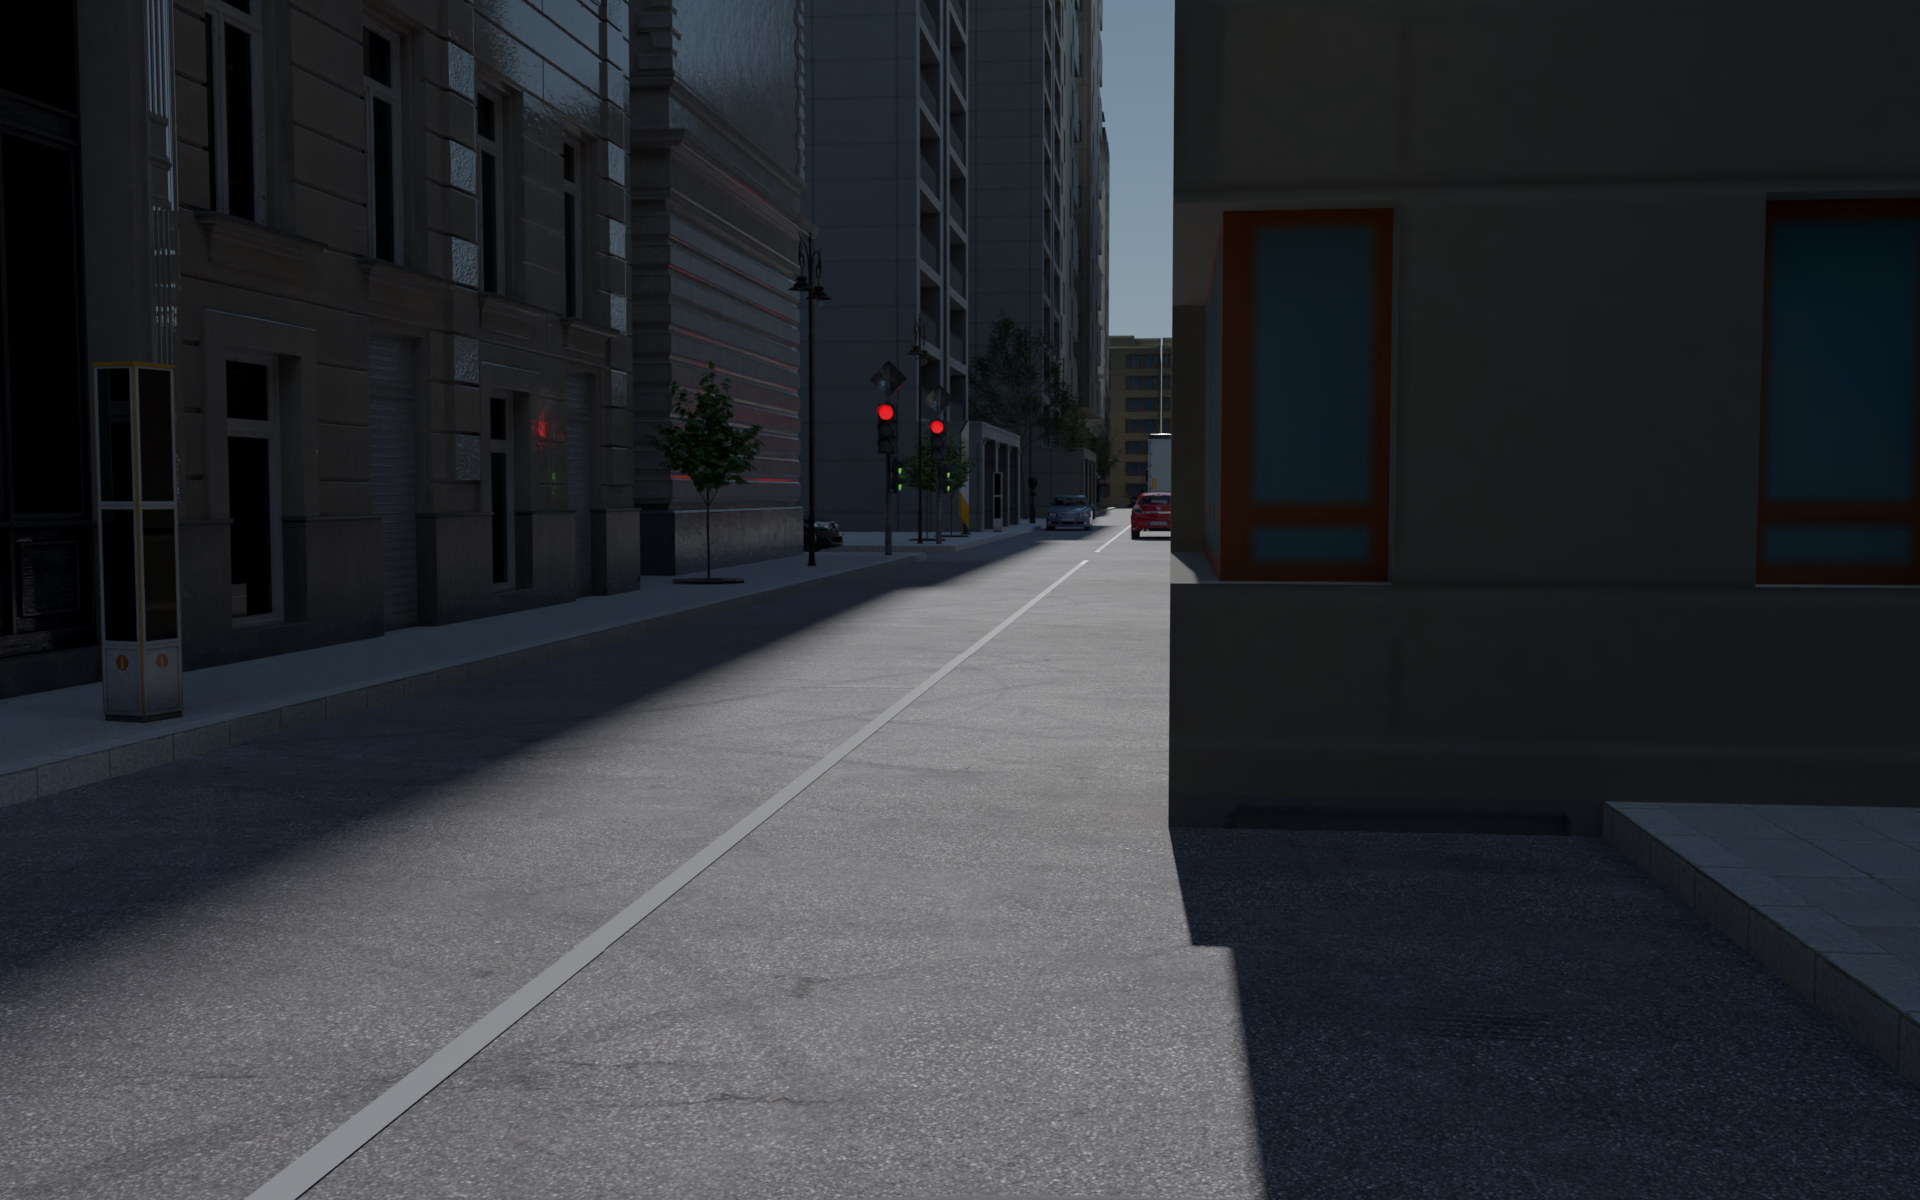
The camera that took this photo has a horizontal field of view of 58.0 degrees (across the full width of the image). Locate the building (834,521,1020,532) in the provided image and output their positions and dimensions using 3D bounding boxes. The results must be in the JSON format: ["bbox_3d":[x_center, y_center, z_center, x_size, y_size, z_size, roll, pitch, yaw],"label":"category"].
[{"bbox_3d":[-8.147,-38.495,67.638,20.563,71.187,20.611,0,4,7],"label":"building"}]

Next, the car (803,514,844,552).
[{"bbox_3d":[-4.898,-1.938,41.473,4.222,1.686,2.009,0,4,7],"label":"car"}]

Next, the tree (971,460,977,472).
[{"bbox_3d":[-0.391,-3.492,51.689,1.663,3.219,1.824,0,3,0],"label":"tree"}]

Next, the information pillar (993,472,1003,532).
[{"bbox_3d":[1.277,-3.295,58.367,0.304,2.012,0.304,0,4,6],"label":"information pillar"}]

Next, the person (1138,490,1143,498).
[{"bbox_3d":[18.691,-10.366,177.612,0.705,1.869,1.348,-3,5,-45],"label":"person"}]

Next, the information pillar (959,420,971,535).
[{"bbox_3d":[0.134,-3.876,54.724,0.183,3.616,0.504,2,4,31],"label":"information pillar"}]

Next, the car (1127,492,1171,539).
[{"bbox_3d":[6.548,-2.925,56.861,2.155,1.783,4.494,0,4,7],"label":"car"}]

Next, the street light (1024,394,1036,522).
[{"bbox_3d":[3.224,-6.490,78.897,0.468,5.910,1.993,0,4,7],"label":"street light"}]

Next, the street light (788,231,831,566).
[{"bbox_3d":[-2.645,-3.544,30.740,0.468,5.910,1.993,0,4,7],"label":"street light"}]

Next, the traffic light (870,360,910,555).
[{"bbox_3d":[-1.491,-2.902,36.362,0.839,4.253,0.868,0,4,7],"label":"traffic light"}]

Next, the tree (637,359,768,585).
[{"bbox_3d":[-3.507,-1.853,24.894,1.663,3.219,1.824,0,3,0],"label":"tree"}]

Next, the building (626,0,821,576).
[{"bbox_3d":[-13.058,-12.442,32.297,19.941,23.489,11.050,0,4,7],"label":"building"}]

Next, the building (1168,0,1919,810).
[{"bbox_3d":[16.363,-10.667,19.443,27.650,21.520,28.899,0,4,7],"label":"building"}]

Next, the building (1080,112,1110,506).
[{"bbox_3d":[9.142,-30.856,188.090,14.086,41.232,14.154,0,4,7],"label":"building"}]

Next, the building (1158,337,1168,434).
[{"bbox_3d":[39.410,-22.515,213.160,28.899,21.520,27.650,0,4,7],"label":"building"}]

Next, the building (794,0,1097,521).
[{"bbox_3d":[-2.363,-40.502,100.465,20.563,71.187,20.611,0,4,7],"label":"building"}]

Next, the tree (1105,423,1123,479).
[{"bbox_3d":[14.609,-13.868,177.111,4.737,8.622,4.395,0,3,0],"label":"tree"}]

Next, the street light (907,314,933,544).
[{"bbox_3d":[-1.031,-4.392,44.596,0.468,5.910,1.993,0,4,7],"label":"street light"}]

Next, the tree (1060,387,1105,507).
[{"bbox_3d":[7.191,-10.151,116.327,4.737,8.622,4.395,0,3,0],"label":"tree"}]

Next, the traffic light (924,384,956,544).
[{"bbox_3d":[-0.527,-3.386,44.289,0.839,4.253,0.868,0,4,7],"label":"traffic light"}]

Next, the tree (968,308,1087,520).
[{"bbox_3d":[2.951,-9.339,87.112,7.601,10.594,8.767,1,4,11],"label":"tree"}]

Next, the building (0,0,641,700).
[{"bbox_3d":[-11.333,-13.073,11.007,12.463,27.353,25.104,0,4,7],"label":"building"}]

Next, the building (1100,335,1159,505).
[{"bbox_3d":[10.592,-22.764,217.227,28.899,21.520,27.650,0,4,7],"label":"building"}]

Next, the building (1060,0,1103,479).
[{"bbox_3d":[-0.708,-34.955,160.754,28.713,52.752,27.495,0,4,7],"label":"building"}]

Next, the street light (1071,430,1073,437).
[{"bbox_3d":[7.369,-8.576,113.009,0.468,5.910,1.993,0,4,7],"label":"street light"}]

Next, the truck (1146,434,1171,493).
[{"bbox_3d":[10.675,-5.976,86.614,2.839,4.237,11.283,0,4,7],"label":"truck"}]

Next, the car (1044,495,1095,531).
[{"bbox_3d":[4.380,-3.494,69.126,2.014,1.417,4.499,0,4,6],"label":"car"}]

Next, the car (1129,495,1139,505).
[{"bbox_3d":[19.536,-10.864,190.210,1.945,1.354,3.894,0,4,6],"label":"car"}]

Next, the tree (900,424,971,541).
[{"bbox_3d":[-0.784,-3.246,47.677,1.663,3.219,1.824,0,3,0],"label":"tree"}]

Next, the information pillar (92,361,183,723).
[{"bbox_3d":[-4.653,-0.326,9.815,0.304,2.012,0.304,1,4,20],"label":"information pillar"}]

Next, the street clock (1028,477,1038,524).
[{"bbox_3d":[3.154,-4.312,75.070,0.358,2.002,0.471,-2,4,-26],"label":"street clock"}]
